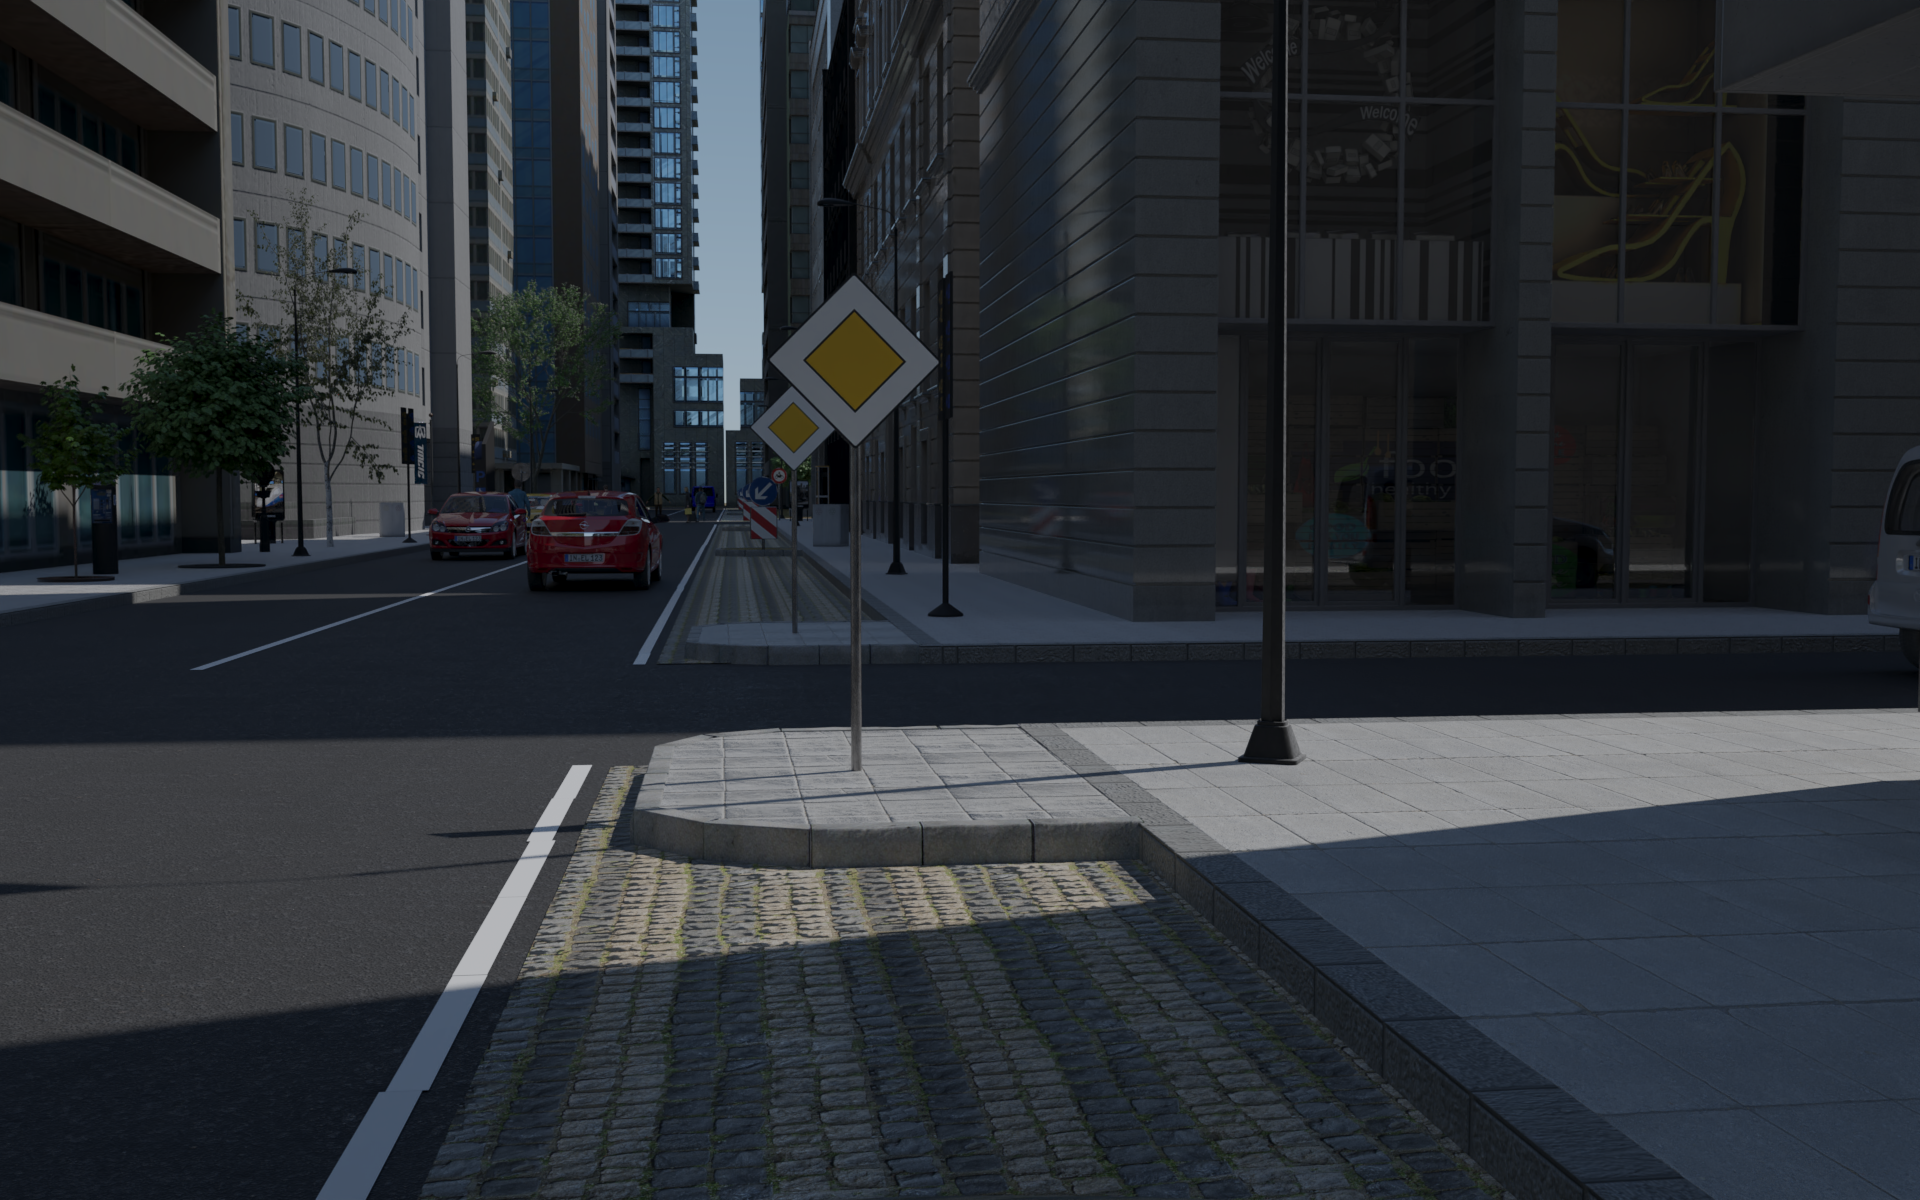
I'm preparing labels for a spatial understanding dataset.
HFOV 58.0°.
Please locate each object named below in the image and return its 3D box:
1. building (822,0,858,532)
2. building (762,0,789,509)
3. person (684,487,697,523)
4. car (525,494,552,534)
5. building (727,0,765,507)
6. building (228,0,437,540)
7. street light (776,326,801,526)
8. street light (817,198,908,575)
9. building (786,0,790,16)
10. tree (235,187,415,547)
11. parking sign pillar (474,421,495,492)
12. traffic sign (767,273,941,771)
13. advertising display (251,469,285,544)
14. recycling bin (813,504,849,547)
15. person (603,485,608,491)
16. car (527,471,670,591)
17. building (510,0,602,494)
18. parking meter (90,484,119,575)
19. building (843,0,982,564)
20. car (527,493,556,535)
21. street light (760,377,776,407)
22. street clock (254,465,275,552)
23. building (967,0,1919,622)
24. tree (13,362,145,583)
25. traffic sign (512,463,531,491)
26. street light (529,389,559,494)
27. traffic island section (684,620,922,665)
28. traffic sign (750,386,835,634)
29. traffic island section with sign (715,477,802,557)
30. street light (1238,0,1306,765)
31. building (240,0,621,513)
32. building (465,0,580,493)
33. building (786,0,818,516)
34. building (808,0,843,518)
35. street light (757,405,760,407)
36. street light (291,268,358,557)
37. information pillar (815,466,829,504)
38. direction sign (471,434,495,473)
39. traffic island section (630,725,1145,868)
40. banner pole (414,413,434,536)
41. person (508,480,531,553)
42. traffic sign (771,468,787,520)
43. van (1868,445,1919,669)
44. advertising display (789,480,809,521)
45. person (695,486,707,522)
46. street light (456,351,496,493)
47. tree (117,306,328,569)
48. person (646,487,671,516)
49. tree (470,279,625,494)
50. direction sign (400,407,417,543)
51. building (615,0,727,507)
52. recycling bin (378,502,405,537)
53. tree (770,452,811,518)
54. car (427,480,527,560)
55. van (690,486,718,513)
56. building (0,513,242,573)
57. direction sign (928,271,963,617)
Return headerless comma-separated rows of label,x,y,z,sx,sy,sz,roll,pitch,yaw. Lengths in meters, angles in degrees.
building,1.505,-14.339,64.120,12.332,23.373,15.834,0,4,-7
building,-6.756,-32.510,155.237,21.300,48.544,21.600,0,4,-7
person,-13.512,-4.771,86.719,0.699,1.804,1.509,1,4,15
car,-13.952,-2.836,56.585,2.015,1.641,3.980,0,4,-7
building,-9.630,-53.337,184.727,31.000,86.520,22.319,0,4,-7
building,-29.456,-31.522,57.378,21.231,58.520,28.212,0,4,-7
street light,-4.277,-4.621,48.094,1.470,5.913,1.316,0,4,-7
street light,-1.550,-3.357,27.436,1.470,5.913,1.316,0,4,-7
building,-1.451,-31.151,128.933,23.786,49.044,30.456,0,4,-7
tree,-15.233,-5.584,41.668,4.360,8.622,3.978,0,3,0
parking sign pillar,-17.419,-4.589,63.505,1.447,3.967,1.447,0,4,-1
traffic sign,-0.484,-0.265,7.972,0.795,2.450,0.064,0,4,-7
advertising display,-17.874,-2.418,44.747,0.123,1.923,0.974,2,4,27
recycling bin,-3.171,-1.835,42.553,0.722,1.027,0.722,1,4,15
person,-15.157,-4.057,74.739,0.836,1.842,0.656,-1,4,-10
car,-5.689,-1.115,27.277,2.155,1.783,4.494,0,4,-6
building,-35.157,-29.503,132.492,14.600,45.320,14.200,0,4,-7
parking meter,-13.687,-1.180,27.706,0.372,1.533,0.369,0,3,0
building,3.846,-15.073,43.700,12.463,27.353,25.104,0,4,-7
car,-14.572,-3.246,62.120,2.155,1.783,4.494,0,4,-7
street light,-7.090,-5.906,69.103,1.470,5.913,1.316,0,4,-7
street clock,-15.393,-2.063,38.293,0.471,2.002,0.358,-2,4,-34
building,15.633,-15.058,23.686,29.804,29.767,11.434,0,4,-7
tree,-13.005,-1.883,25.397,1.663,3.219,1.824,0,3,0
traffic sign,-17.759,-4.282,70.112,0.768,2.556,0.104,0,4,-4
street light,-18.452,-6.372,76.731,1.470,5.913,1.316,0,4,-7
traffic island section,-1.501,0.386,15.970,2.009,0.180,2.903,0,4,-7
traffic sign,-1.523,-0.749,15.890,0.795,2.450,0.064,0,4,-7
traffic island section with sign,-4.702,-1.941,40.360,1.989,1.847,2.006,0,4,-7
street light,0.970,-2.176,8.113,1.470,5.913,1.316,0,4,-7
building,-44.245,-37.196,150.148,28.212,58.520,21.231,0,4,-7
building,-38.814,-24.879,98.651,32.217,40.220,23.993,0,4,-7
building,-3.557,-20.442,105.933,14.160,30.474,14.107,0,4,-7
building,-0.628,-16.133,81.800,12.078,24.808,19.932,0,4,-7
street light,-9.823,-7.189,90.087,1.470,5.913,1.316,0,4,-7
street light,-13.061,-3.858,35.625,1.470,5.913,1.316,0,4,-7
information pillar,-3.602,-2.498,45.335,0.304,2.012,0.304,-1,4,-17
direction sign,-18.022,-4.494,65.480,0.876,3.537,0.379,0,4,1
traffic island section,-0.461,0.870,8.052,2.009,0.180,2.903,0,4,-7
banner pole,-16.508,-3.882,53.485,0.401,3.779,0.863,3,4,38
person,-10.720,-2.027,41.981,0.601,1.785,0.444,0,4,-6
traffic sign,-8.790,-5.147,84.265,0.768,2.556,0.104,0,4,-5
van,9.316,-0.388,13.362,4.112,2.044,2.013,0,4,-7
advertising display,-7.624,-4.691,81.915,0.974,1.923,0.123,-2,4,-24
person,-13.305,-4.902,88.627,0.794,1.824,0.713,1,4,17
street light,-15.713,-5.115,56.179,1.470,5.913,1.316,0,4,-7
tree,-12.930,-2.857,30.427,4.285,4.588,4.351,0,3,0
person,-16.786,-5.370,96.401,1.348,1.812,0.705,-1,4,-11
tree,-20.229,-9.605,82.803,9.928,11.665,9.643,0,3,0
direction sign,-14.508,-3.276,45.554,0.379,3.537,0.876,0,4,3
building,-40.643,-53.124,181.244,31.000,86.520,22.319,0,4,-7
recycling bin,-17.101,-2.420,52.114,0.722,1.027,0.722,-1,4,-21
tree,-8.826,-6.756,94.181,4.285,4.588,4.351,0,3,0
car,-10.853,-1.842,39.160,2.155,1.783,4.494,-1,4,-9
van,-20.144,-8.055,136.085,2.240,2.365,5.245,0,4,-8
building,-25.111,-24.552,25.125,21.300,48.544,21.600,0,4,-7
direction sign,-0.152,-1.597,18.105,0.379,3.537,0.876,-1,4,-9
